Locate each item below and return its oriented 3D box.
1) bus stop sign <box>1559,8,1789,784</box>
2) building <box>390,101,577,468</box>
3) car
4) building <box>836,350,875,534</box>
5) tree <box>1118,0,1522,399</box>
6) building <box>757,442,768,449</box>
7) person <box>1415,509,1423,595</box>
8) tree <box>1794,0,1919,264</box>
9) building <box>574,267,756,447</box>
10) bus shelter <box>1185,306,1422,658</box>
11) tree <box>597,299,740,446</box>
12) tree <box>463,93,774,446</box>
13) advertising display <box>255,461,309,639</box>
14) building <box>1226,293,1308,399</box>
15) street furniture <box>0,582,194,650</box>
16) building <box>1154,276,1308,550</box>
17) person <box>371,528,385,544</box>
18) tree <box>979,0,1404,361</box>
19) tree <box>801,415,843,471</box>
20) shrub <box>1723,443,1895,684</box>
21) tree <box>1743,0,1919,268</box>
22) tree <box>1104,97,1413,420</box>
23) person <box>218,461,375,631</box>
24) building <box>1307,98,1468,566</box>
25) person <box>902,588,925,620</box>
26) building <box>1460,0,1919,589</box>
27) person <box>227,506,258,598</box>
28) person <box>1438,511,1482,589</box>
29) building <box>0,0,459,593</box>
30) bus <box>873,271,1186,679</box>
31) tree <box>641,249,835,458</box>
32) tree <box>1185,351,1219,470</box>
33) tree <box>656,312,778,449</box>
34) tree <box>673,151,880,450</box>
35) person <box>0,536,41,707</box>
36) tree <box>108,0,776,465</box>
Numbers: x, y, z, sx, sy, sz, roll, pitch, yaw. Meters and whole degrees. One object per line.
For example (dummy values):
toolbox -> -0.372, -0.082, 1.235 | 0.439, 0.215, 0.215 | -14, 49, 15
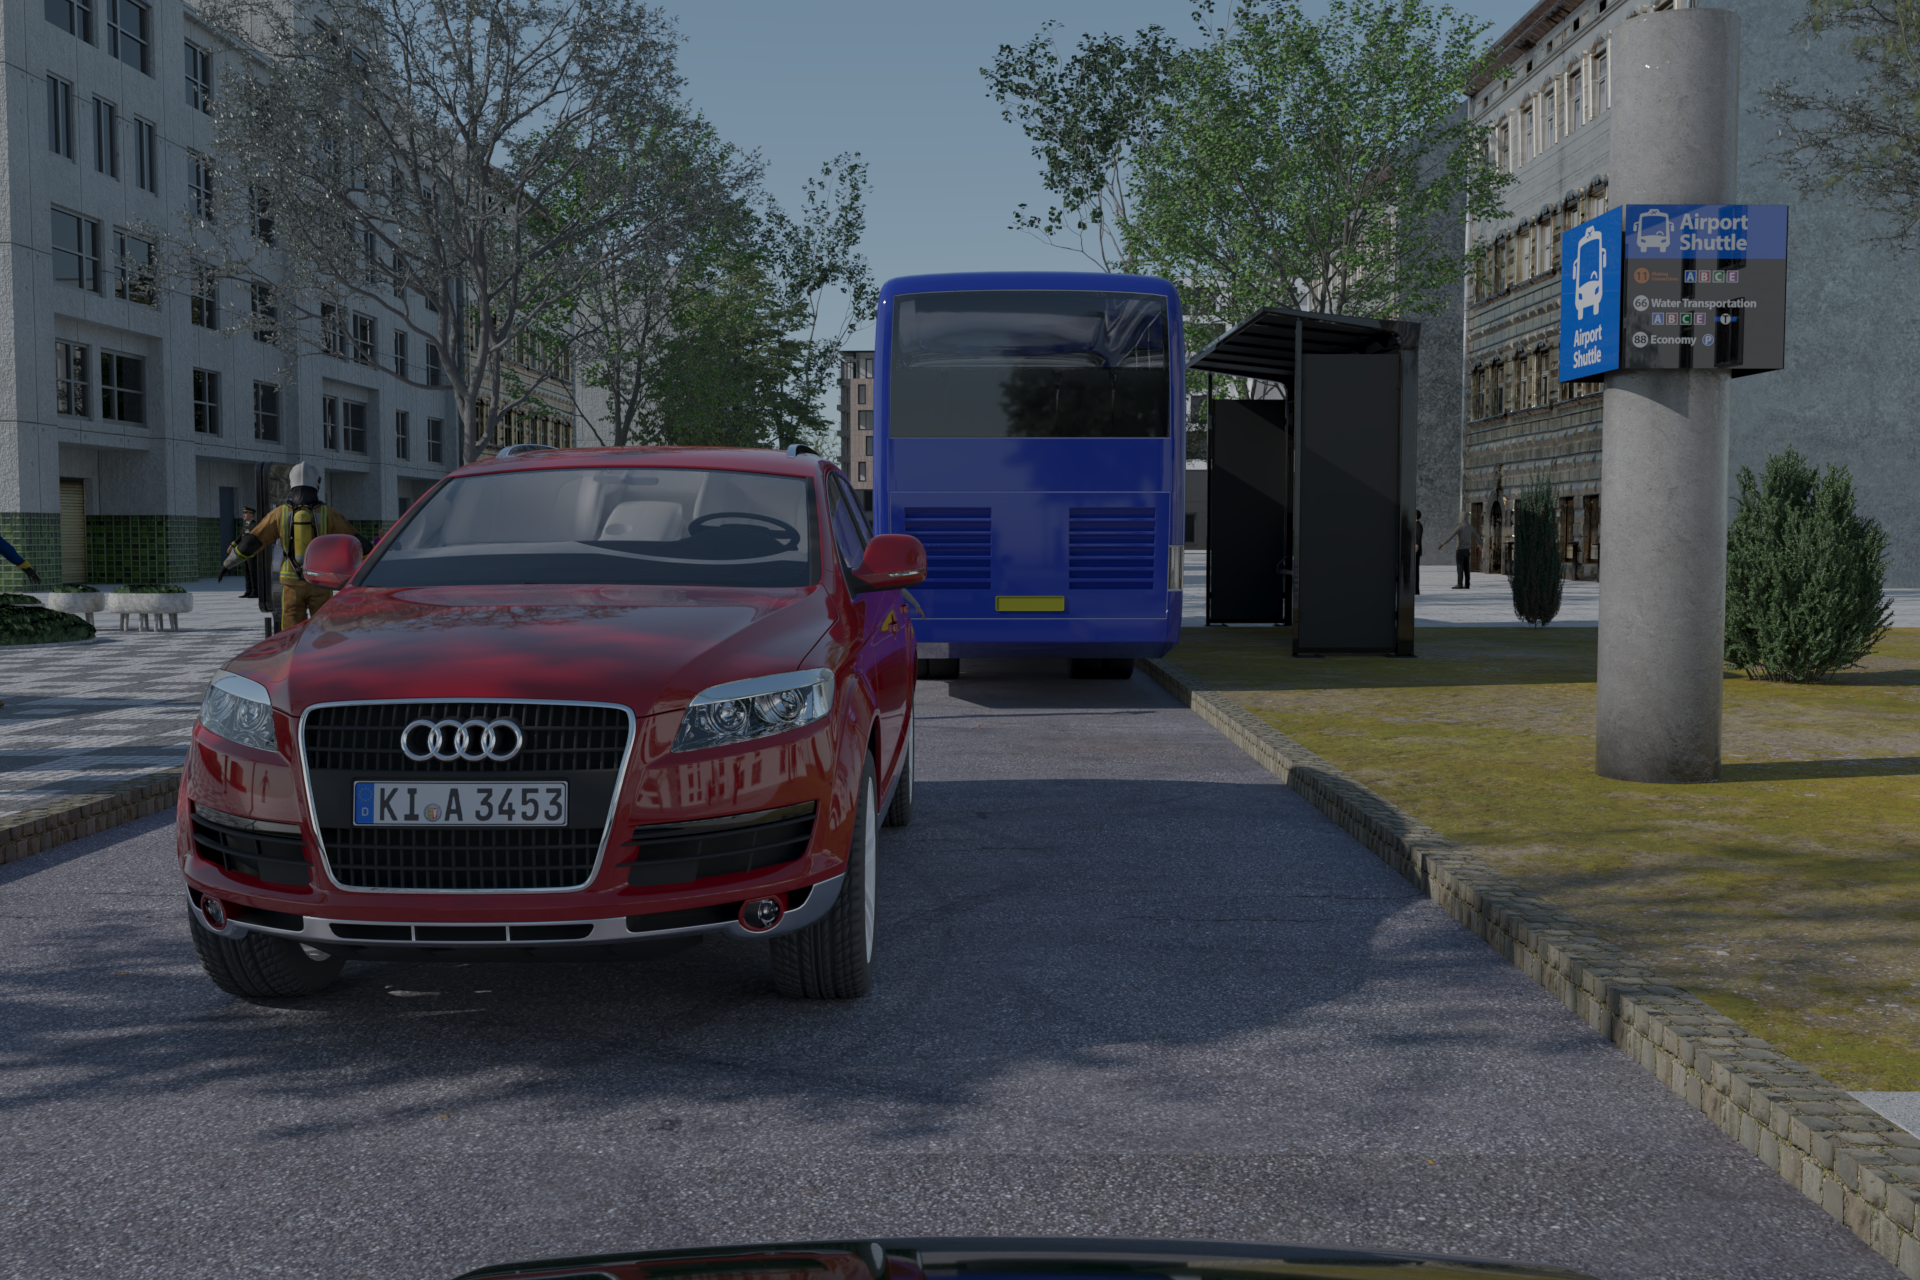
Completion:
bus stop sign -> 3.697, -1.226, 9.069 | 0.837, 3.901, 0.837 | 0, 4, -1
building -> -28.765, -15.119, 78.124 | 19.493, 23.208, 18.063 | 0, 4, 1
car -> -1.253, 0.100, 7.039 | 2.281, 1.827, 5.304 | 0, 4, 1
building -> 3.244, -21.686, 201.003 | 32.646, 21.610, 27.936 | 0, 4, 3
tree -> 6.671, -6.551, 32.868 | 9.928, 11.665, 9.643 | 0, 3, 0
building -> -22.814, -13.705, 166.223 | 9.099, 9.664, 28.070 | 0, 4, 1
person -> 9.562, -1.856, 36.532 | 0.705, 1.806, 1.347 | 0, 4, 5
tree -> 6.634, -3.723, 11.232 | 4.360, 8.622, 3.978 | 0, 3, 0
building -> -25.710, -16.169, 130.823 | 16.747, 18.905, 31.486 | 0, 4, 0
bus shelter -> 3.946, -1.817, 20.998 | 1.731, 3.624, 6.357 | 0, 4, -1
tree -> -8.361, -6.180, 51.401 | 4.737, 8.622, 4.395 | 0, 3, 0
tree -> -8.089, -7.046, 40.962 | 9.928, 11.665, 9.643 | 0, 3, 0
advertising display -> -6.113, -0.642, 15.705 | 0.123, 1.923, 0.974 | 0, 4, 0
building -> 25.662, -16.978, 134.004 | 16.016, 20.090, 11.380 | 0, 3, 0
street furniture -> -14.919, -0.383, 21.895 | 10.072, 0.657, 5.734 | 1, 4, 15
building -> 23.666, -18.937, 153.593 | 27.936, 21.610, 32.646 | 0, 4, 1
person -> -14.285, -2.048, 42.753 | 0.991, 1.433, 0.599 | -1, 4, -11
tree -> 7.009, -12.169, 54.859 | 12.611, 20.169, 13.585 | 0, 3, 0
tree -> -8.882, -9.499, 105.663 | 4.737, 8.622, 4.395 | 0, 3, 0
shrub -> 7.223, -0.674, 15.054 | 1.661, 2.075, 1.752 | 0, 3, 0
tree -> 14.884, -6.749, 20.710 | 12.009, 13.543, 11.850 | 0, 3, 0
tree -> 7.087, -7.098, 41.813 | 9.928, 11.665, 9.643 | 0, 3, 0
person -> -5.209, -0.493, 13.825 | 1.354, 1.858, 0.705 | -1, 4, -15
building -> 26.794, -15.144, 78.532 | 19.493, 23.208, 18.063 | 0, 3, 0
person -> -0.756, -0.102, 13.385 | 0.991, 1.433, 0.599 | -1, 4, -8
building -> 26.165, -13.336, 48.966 | 19.493, 23.208, 18.063 | 0, 4, 0
person -> -14.204, -1.754, 34.607 | 1.347, 1.837, 0.705 | 3, 5, 39
person -> 11.703, -2.094, 40.359 | 1.348, 1.813, 0.705 | -2, 4, -29
building -> -28.463, -11.396, 52.782 | 16.747, 18.905, 31.486 | 0, 4, 1
bus -> 0.522, -1.737, 19.954 | 2.896, 3.916, 12.251 | 0, 4, 0
tree -> -8.854, -9.216, 68.803 | 7.486, 12.596, 7.792 | 0, 3, 0
tree -> 7.628, -8.326, 70.537 | 8.767, 10.594, 7.601 | 3, 5, 39
tree -> -8.320, -6.578, 57.906 | 4.737, 8.622, 4.395 | 0, 3, 0
tree -> -7.379, -14.004, 84.861 | 12.611, 20.169, 13.585 | 0, 3, 0
person -> -7.239, -0.404, 12.583 | 0.705, 1.833, 1.349 | 1, 4, 10
tree -> -8.228, -7.259, 29.062 | 12.009, 13.543, 11.850 | 0, 3, 0
